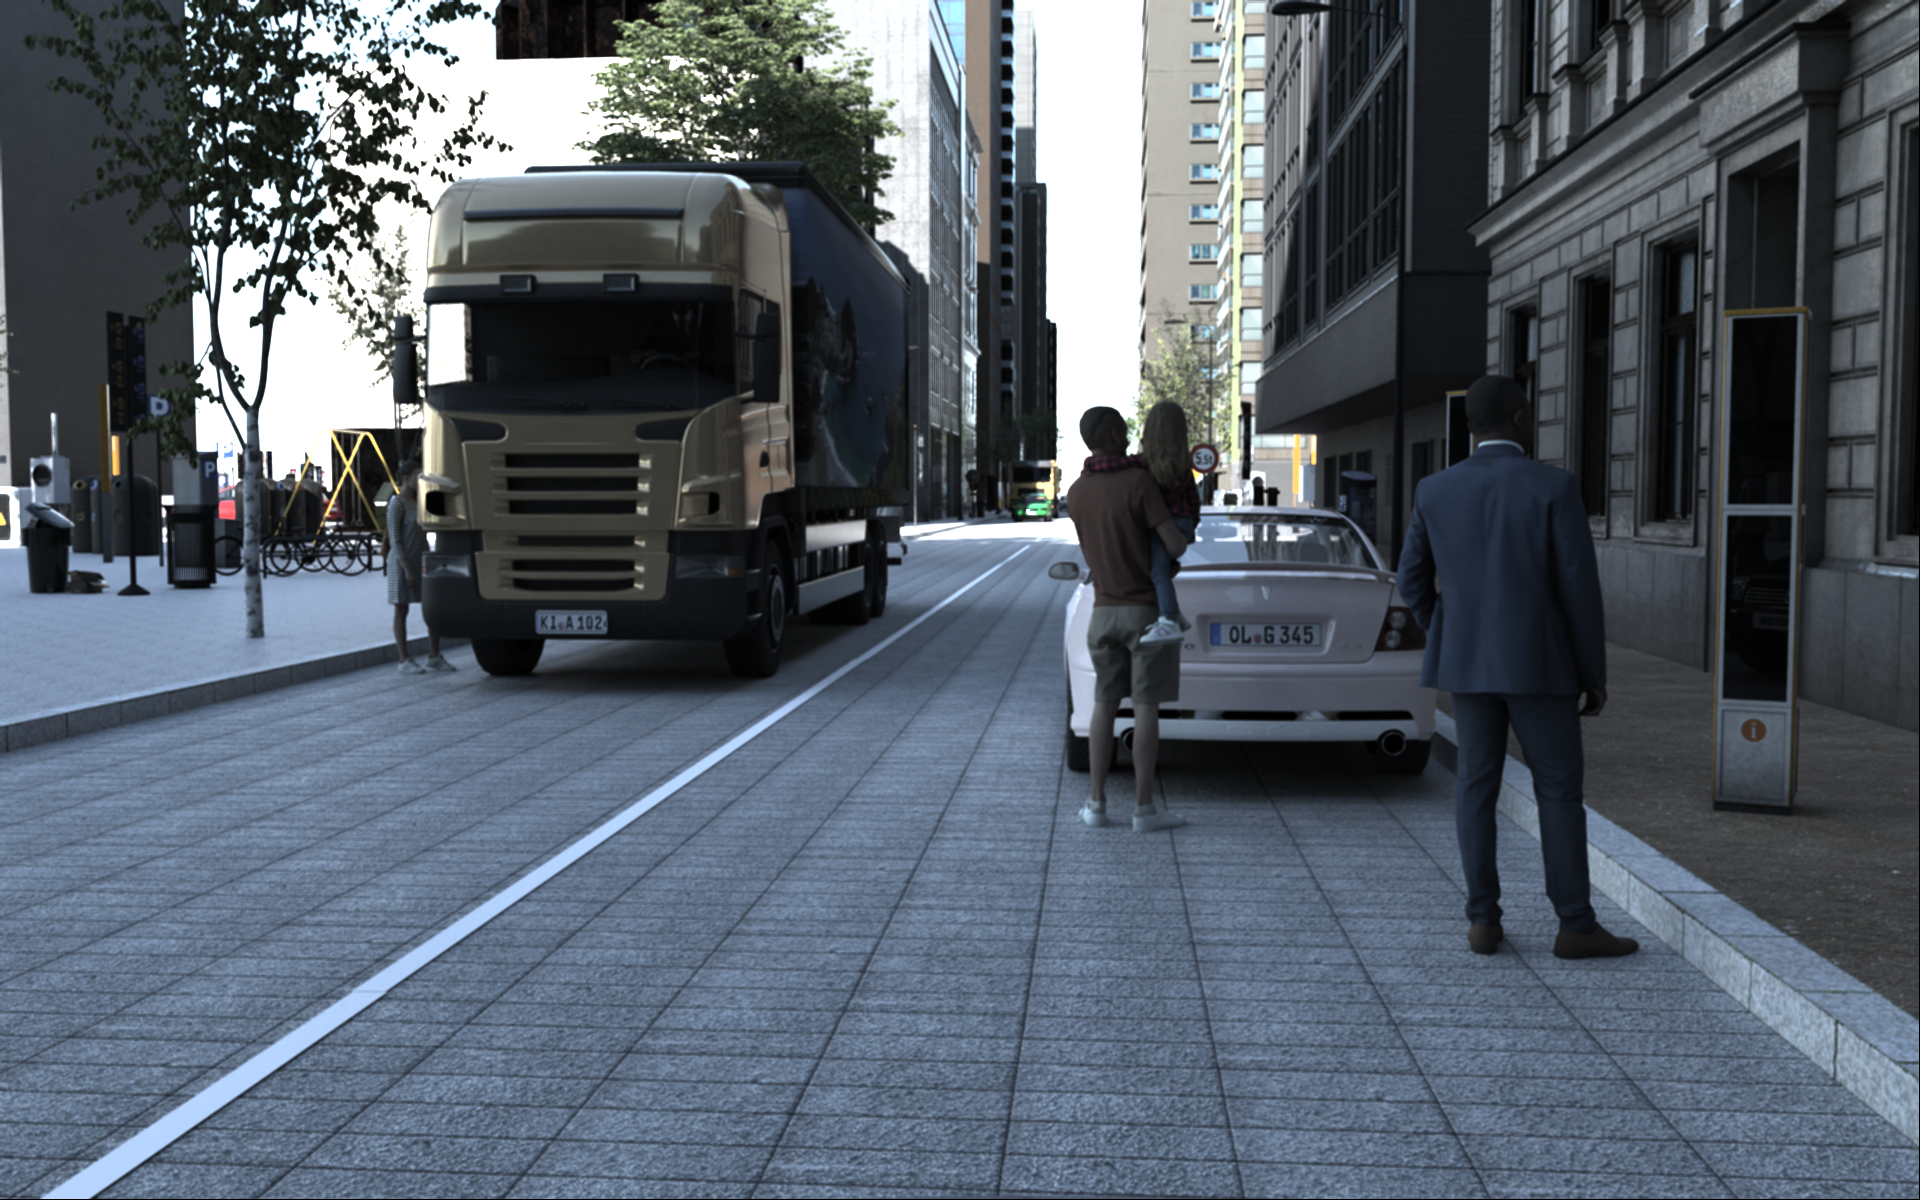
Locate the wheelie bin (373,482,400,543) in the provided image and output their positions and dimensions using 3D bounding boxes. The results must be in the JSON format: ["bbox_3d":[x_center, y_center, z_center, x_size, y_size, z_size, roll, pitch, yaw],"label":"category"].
[{"bbox_3d":[-14.931,-2.295,45.429,0.980,1.594,0.693,3,4,37],"label":"wheelie bin"}]

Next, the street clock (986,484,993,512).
[{"bbox_3d":[2.122,-7.250,123.113,0.471,2.002,0.358,0,4,6],"label":"street clock"}]

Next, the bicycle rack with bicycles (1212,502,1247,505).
[{"bbox_3d":[11.528,-3.738,74.506,2.925,0.926,2.852,-2,4,-27],"label":"bicycle rack with bicycles"}]

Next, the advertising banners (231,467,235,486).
[{"bbox_3d":[-46.301,-7.026,111.061,0.090,3.025,2.074,0,4,0],"label":"advertising banners"}]

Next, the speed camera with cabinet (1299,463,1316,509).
[{"bbox_3d":[11.347,-3.667,54.291,0.660,3.252,2.038,3,4,38],"label":"speed camera with cabinet"}]

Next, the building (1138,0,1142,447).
[{"bbox_3d":[30.019,-39.484,187.566,21.231,58.520,28.212,0,4,5],"label":"building"}]

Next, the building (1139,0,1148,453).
[{"bbox_3d":[25.587,-31.616,140.619,21.300,48.544,21.600,0,4,5],"label":"building"}]

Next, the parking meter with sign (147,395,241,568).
[{"bbox_3d":[-13.376,-2.081,30.289,1.738,3.016,0.543,1,4,22],"label":"parking meter with sign"}]

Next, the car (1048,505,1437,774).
[{"bbox_3d":[1.556,0.127,10.285,2.083,1.381,4.827,0,4,4],"label":"car"}]

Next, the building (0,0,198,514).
[{"bbox_3d":[-44.393,-16.663,65.953,24.014,27.812,14.314,0,4,5],"label":"building"}]

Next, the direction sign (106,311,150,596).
[{"bbox_3d":[-10.522,-1.832,21.949,0.379,3.537,0.876,0,4,2],"label":"direction sign"}]

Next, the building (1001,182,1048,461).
[{"bbox_3d":[3.885,-32.891,221.355,14.154,41.232,14.086,0,4,5],"label":"building"}]

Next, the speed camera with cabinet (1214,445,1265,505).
[{"bbox_3d":[11.269,-4.617,69.827,2.038,3.252,0.660,-1,4,-21],"label":"speed camera with cabinet"}]

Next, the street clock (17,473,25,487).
[{"bbox_3d":[-32.237,-3.359,59.490,0.358,2.002,0.471,-2,4,-28],"label":"street clock"}]

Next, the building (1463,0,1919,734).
[{"bbox_3d":[10.025,-8.934,10.700,10.561,19.102,19.286,0,4,5],"label":"building"}]

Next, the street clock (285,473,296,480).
[{"bbox_3d":[-23.316,-3.411,60.333,0.358,2.002,0.471,0,4,-3],"label":"street clock"}]

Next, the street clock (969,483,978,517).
[{"bbox_3d":[0.744,-5.607,96.237,0.471,2.002,0.358,-1,4,-15],"label":"street clock"}]

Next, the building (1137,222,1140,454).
[{"bbox_3d":[38.967,-39.804,270.402,23.786,49.044,30.456,0,4,5],"label":"building"}]

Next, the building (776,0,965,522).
[{"bbox_3d":[-6.544,-16.541,88.464,12.078,24.808,19.932,0,4,5],"label":"building"}]

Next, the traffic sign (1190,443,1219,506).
[{"bbox_3d":[6.154,-2.667,43.707,0.768,2.556,0.104,1,4,14],"label":"traffic sign"}]

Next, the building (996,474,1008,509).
[{"bbox_3d":[-11.401,-28.442,156.905,32.217,40.220,23.993,0,4,5],"label":"building"}]

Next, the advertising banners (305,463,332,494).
[{"bbox_3d":[-35.644,-6.174,97.129,2.074,3.025,0.090,-2,4,-35],"label":"advertising banners"}]

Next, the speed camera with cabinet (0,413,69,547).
[{"bbox_3d":[-22.861,-2.941,42.417,2.038,3.252,0.660,1,4,14],"label":"speed camera with cabinet"}]

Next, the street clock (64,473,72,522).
[{"bbox_3d":[-30.212,-3.306,58.620,0.358,2.002,0.471,-3,5,-43],"label":"street clock"}]

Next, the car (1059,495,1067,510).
[{"bbox_3d":[9.621,-8.651,153.810,2.083,1.381,4.827,0,4,6],"label":"car"}]

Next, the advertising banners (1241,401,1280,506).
[{"bbox_3d":[5.806,-2.287,33.574,0.090,3.025,2.074,2,4,31],"label":"advertising banners"}]

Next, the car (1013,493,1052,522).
[{"bbox_3d":[3.763,-4.899,88.895,1.959,1.807,4.718,0,4,6],"label":"car"}]

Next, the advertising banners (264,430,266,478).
[{"bbox_3d":[-19.129,-3.154,47.757,0.090,3.025,2.074,-1,4,-20],"label":"advertising banners"}]

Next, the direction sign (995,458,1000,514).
[{"bbox_3d":[2.380,-7.165,109.137,0.379,3.537,0.876,1,4,17],"label":"direction sign"}]

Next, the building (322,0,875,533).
[{"bbox_3d":[-11.763,-12.045,64.393,16.820,18.784,16.811,0,4,5],"label":"building"}]

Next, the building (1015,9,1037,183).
[{"bbox_3d":[3.443,-50.402,262.327,20.563,71.187,20.611,0,4,5],"label":"building"}]

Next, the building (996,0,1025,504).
[{"bbox_3d":[-3.965,-53.230,182.974,22.319,86.520,31.000,0,4,5],"label":"building"}]

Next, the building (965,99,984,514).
[{"bbox_3d":[-5.842,-19.721,108.343,13.634,28.700,20.117,0,4,5],"label":"building"}]

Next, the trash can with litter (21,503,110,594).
[{"bbox_3d":[-11.617,-0.682,22.537,1.055,1.170,0.624,0,4,7],"label":"trash can with litter"}]

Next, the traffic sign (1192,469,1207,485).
[{"bbox_3d":[6.254,-2.599,46.131,0.795,2.450,0.064,0,4,5],"label":"traffic sign"}]

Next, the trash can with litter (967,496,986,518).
[{"bbox_3d":[0.902,-5.060,94.123,1.055,1.170,0.624,0,4,-2],"label":"trash can with litter"}]

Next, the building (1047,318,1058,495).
[{"bbox_3d":[8.561,-31.121,280.530,14.160,30.474,14.107,0,4,5],"label":"building"}]

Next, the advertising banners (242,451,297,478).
[{"bbox_3d":[-26.558,-4.317,66.776,2.074,3.025,0.090,-1,4,-11],"label":"advertising banners"}]

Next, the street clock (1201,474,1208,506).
[{"bbox_3d":[8.197,-3.247,57.655,0.358,2.002,0.471,0,4,-3],"label":"street clock"}]

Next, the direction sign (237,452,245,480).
[{"bbox_3d":[-38.273,-6.131,92.244,0.876,3.537,0.379,3,5,42],"label":"direction sign"}]

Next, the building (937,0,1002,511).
[{"bbox_3d":[-4.042,-29.780,137.008,14.600,45.320,14.200,0,4,5],"label":"building"}]

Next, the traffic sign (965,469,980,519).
[{"bbox_3d":[0.644,-5.424,88.794,0.768,2.556,0.104,1,4,14],"label":"traffic sign"}]

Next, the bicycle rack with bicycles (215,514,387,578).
[{"bbox_3d":[-10.387,-0.867,27.562,2.925,0.926,2.852,-2,4,-25],"label":"bicycle rack with bicycles"}]

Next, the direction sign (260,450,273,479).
[{"bbox_3d":[-36.075,-5.993,89.989,0.876,3.537,0.379,1,4,11],"label":"direction sign"}]

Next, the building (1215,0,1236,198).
[{"bbox_3d":[29.961,-25.886,115.122,32.217,40.220,23.993,0,4,5],"label":"building"}]

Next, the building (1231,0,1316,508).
[{"bbox_3d":[20.775,-24.674,87.022,14.154,41.232,14.086,0,4,5],"label":"building"}]

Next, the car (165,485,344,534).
[{"bbox_3d":[-21.743,-2.731,53.320,5.304,1.827,2.281,0,4,4],"label":"car"}]

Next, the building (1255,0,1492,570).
[{"bbox_3d":[13.673,-14.575,31.816,14.314,27.812,24.014,0,4,5],"label":"building"}]
